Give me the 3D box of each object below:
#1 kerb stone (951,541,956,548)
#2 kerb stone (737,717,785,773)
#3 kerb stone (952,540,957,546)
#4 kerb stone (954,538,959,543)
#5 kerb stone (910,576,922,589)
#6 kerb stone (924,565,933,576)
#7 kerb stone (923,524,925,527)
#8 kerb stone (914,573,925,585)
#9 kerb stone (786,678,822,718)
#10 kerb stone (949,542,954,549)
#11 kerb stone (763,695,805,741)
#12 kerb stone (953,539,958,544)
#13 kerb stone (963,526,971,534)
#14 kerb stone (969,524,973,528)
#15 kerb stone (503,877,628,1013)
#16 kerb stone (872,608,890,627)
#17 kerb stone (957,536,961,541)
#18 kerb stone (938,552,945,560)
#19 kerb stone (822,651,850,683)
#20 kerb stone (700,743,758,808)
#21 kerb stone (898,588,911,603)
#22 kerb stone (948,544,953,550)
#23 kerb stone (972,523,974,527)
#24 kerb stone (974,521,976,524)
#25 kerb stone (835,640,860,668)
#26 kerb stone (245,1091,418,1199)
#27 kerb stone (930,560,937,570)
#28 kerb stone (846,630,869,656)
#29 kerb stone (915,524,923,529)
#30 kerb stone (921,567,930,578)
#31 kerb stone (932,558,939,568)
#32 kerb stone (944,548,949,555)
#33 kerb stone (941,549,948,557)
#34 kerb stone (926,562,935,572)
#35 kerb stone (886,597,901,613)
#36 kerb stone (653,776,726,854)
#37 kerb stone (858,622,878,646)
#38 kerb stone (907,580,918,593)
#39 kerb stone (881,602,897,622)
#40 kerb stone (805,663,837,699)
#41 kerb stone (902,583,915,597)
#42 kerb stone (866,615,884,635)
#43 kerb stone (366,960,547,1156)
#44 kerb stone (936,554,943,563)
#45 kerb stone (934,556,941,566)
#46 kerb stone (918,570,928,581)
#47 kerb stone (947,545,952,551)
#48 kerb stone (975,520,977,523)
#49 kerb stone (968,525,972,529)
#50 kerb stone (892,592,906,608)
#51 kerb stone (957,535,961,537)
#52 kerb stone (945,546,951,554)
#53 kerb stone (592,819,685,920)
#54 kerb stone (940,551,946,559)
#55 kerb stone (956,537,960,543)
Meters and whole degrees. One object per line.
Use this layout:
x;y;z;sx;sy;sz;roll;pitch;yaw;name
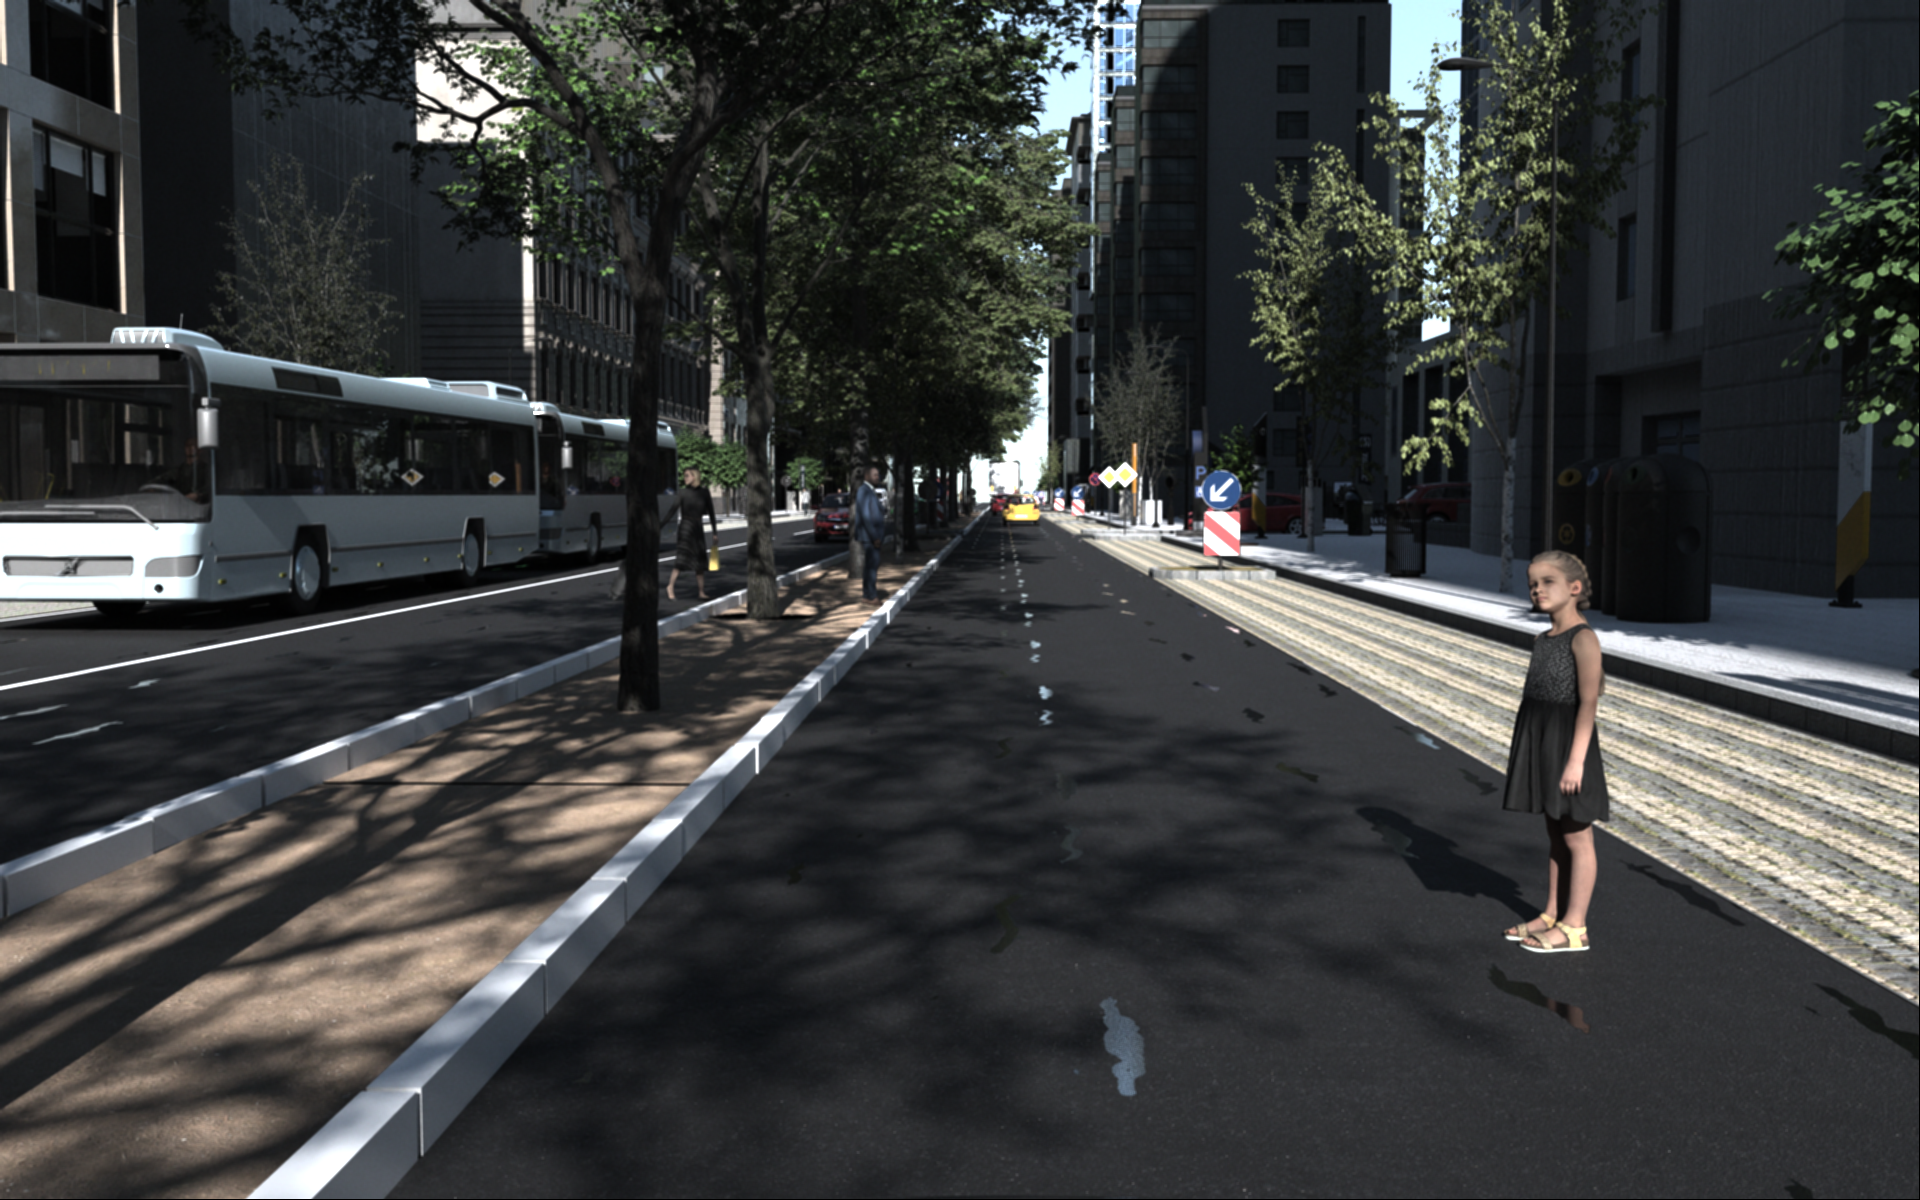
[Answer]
-0.246;-1.349;44.245;0.120;0.150;1.000;0;4;1;kerb stone
-1.083;0.784;9.377;0.120;0.150;1.000;0;4;1;kerb stone
-0.222;-1.411;45.267;0.120;0.150;1.000;0;4;1;kerb stone
-0.173;-1.536;47.318;0.120;0.150;1.000;0;4;1;kerb stone
-0.692;-0.219;25.783;0.120;0.150;1.000;0;4;1;kerb stone
-0.589;-0.470;29.885;0.120;0.150;1.000;0;4;1;kerb stone
-1.665;-3.077;72.509;0.120;0.150;1.000;0;4;1;kerb stone
-0.670;-0.282;26.813;0.120;0.150;1.000;0;4;1;kerb stone
-1.043;0.659;11.424;0.120;0.150;1.000;0;4;1;kerb stone
-0.277;-1.284;43.219;0.120;0.150;1.000;0;4;1;kerb stone
-1.065;0.721;10.399;0.120;0.150;1.000;0;4;1;kerb stone
-0.199;-1.474;46.296;0.120;0.150;1.000;0;4;1;kerb stone
0.255;-2.627;65.253;0.120;0.150;1.000;0;4;1;kerb stone
0.335;-2.818;68.321;0.120;0.150;1.000;0;4;1;kerb stone
-1.187;1.035;5.268;0.120;0.150;1.000;0;4;1;kerb stone
-0.870;0.219;18.618;0.120;0.150;1.000;0;4;1;kerb stone
-0.128;-1.662;49.362;0.120;0.150;1.000;0;4;1;kerb stone
-0.446;-0.847;36.047;0.120;0.150;1.000;0;4;1;kerb stone
-0.981;0.534;13.472;0.120;0.150;1.000;0;4;1;kerb stone
-1.117;0.850;8.349;0.120;0.150;1.000;0;4;1;kerb stone
-0.769;-0.026;22.706;0.120;0.150;1.000;0;4;1;kerb stone
-0.296;-1.220;42.187;0.120;0.150;1.000;0;4;1;kerb stone
0.387;-2.946;70.380;0.120;0.150;1.000;0;4;1;kerb stone
0.508;-3.261;75.506;0.120;0.150;1.000;0;4;1;kerb stone
-0.959;0.471;14.501;0.120;0.150;1.000;0;4;1;kerb stone
-1.238;1.160;3.224;0.120;0.150;1.000;0;4;1;kerb stone
-0.550;-0.593;31.935;0.120;0.150;1.000;0;4;1;kerb stone
-0.937;0.408;15.530;0.120;0.150;1.000;0;4;1;kerb stone
-1.693;-3.014;71.476;0.120;0.150;1.000;0;4;1;kerb stone
-0.616;-0.404;28.857;0.120;0.150;1.000;0;4;1;kerb stone
-0.518;-0.659;32.965;0.120;0.150;1.000;0;4;1;kerb stone
-0.375;-1.032;39.113;0.120;0.150;1.000;0;4;1;kerb stone
-0.388;-0.967;38.091;0.120;0.150;1.000;0;4;1;kerb stone
-0.565;-0.533;30.913;0.120;0.150;1.000;0;4;1;kerb stone
-0.820;0.094;20.662;0.120;0.150;1.000;0;4;1;kerb stone
-1.141;0.910;7.317;0.120;0.150;1.000;0;4;1;kerb stone
-0.905;0.345;16.556;0.120;0.150;1.000;0;4;1;kerb stone
-0.714;-0.154;24.757;0.120;0.150;1.000;0;4;1;kerb stone
-0.835;0.160;19.640;0.120;0.150;1.000;0;4;1;kerb stone
-1.014;0.596;12.447;0.120;0.150;1.000;0;4;1;kerb stone
-0.739;-0.093;23.730;0.120;0.150;1.000;0;4;1;kerb stone
-0.889;0.289;17.581;0.120;0.150;1.000;0;4;1;kerb stone
-1.211;1.098;4.246;0.120;0.150;1.000;0;4;1;kerb stone
-0.463;-0.784;35.021;0.120;0.150;1.000;0;4;1;kerb stone
-0.492;-0.720;33.995;0.120;0.150;1.000;0;4;1;kerb stone
-0.638;-0.341;27.835;0.120;0.150;1.000;0;4;1;kerb stone
-0.317;-1.160;41.165;0.120;0.150;1.000;0;4;1;kerb stone
0.582;-3.448;78.576;0.120;0.150;1.000;0;4;1;kerb stone
0.284;-2.696;66.274;0.120;0.150;1.000;0;4;1;kerb stone
-0.793;0.032;21.684;0.120;0.150;1.000;0;4;1;kerb stone
-0.100;-1.724;50.385;0.120;0.150;1.000;0;4;1;kerb stone
-0.350;-1.097;40.135;0.120;0.150;1.000;0;4;1;kerb stone
-1.162;0.973;6.292;0.120;0.150;1.000;0;4;1;kerb stone
-0.427;-0.907;37.069;0.120;0.150;1.000;0;4;1;kerb stone
-0.143;-1.599;48.340;0.120;0.150;1.000;0;4;1;kerb stone
